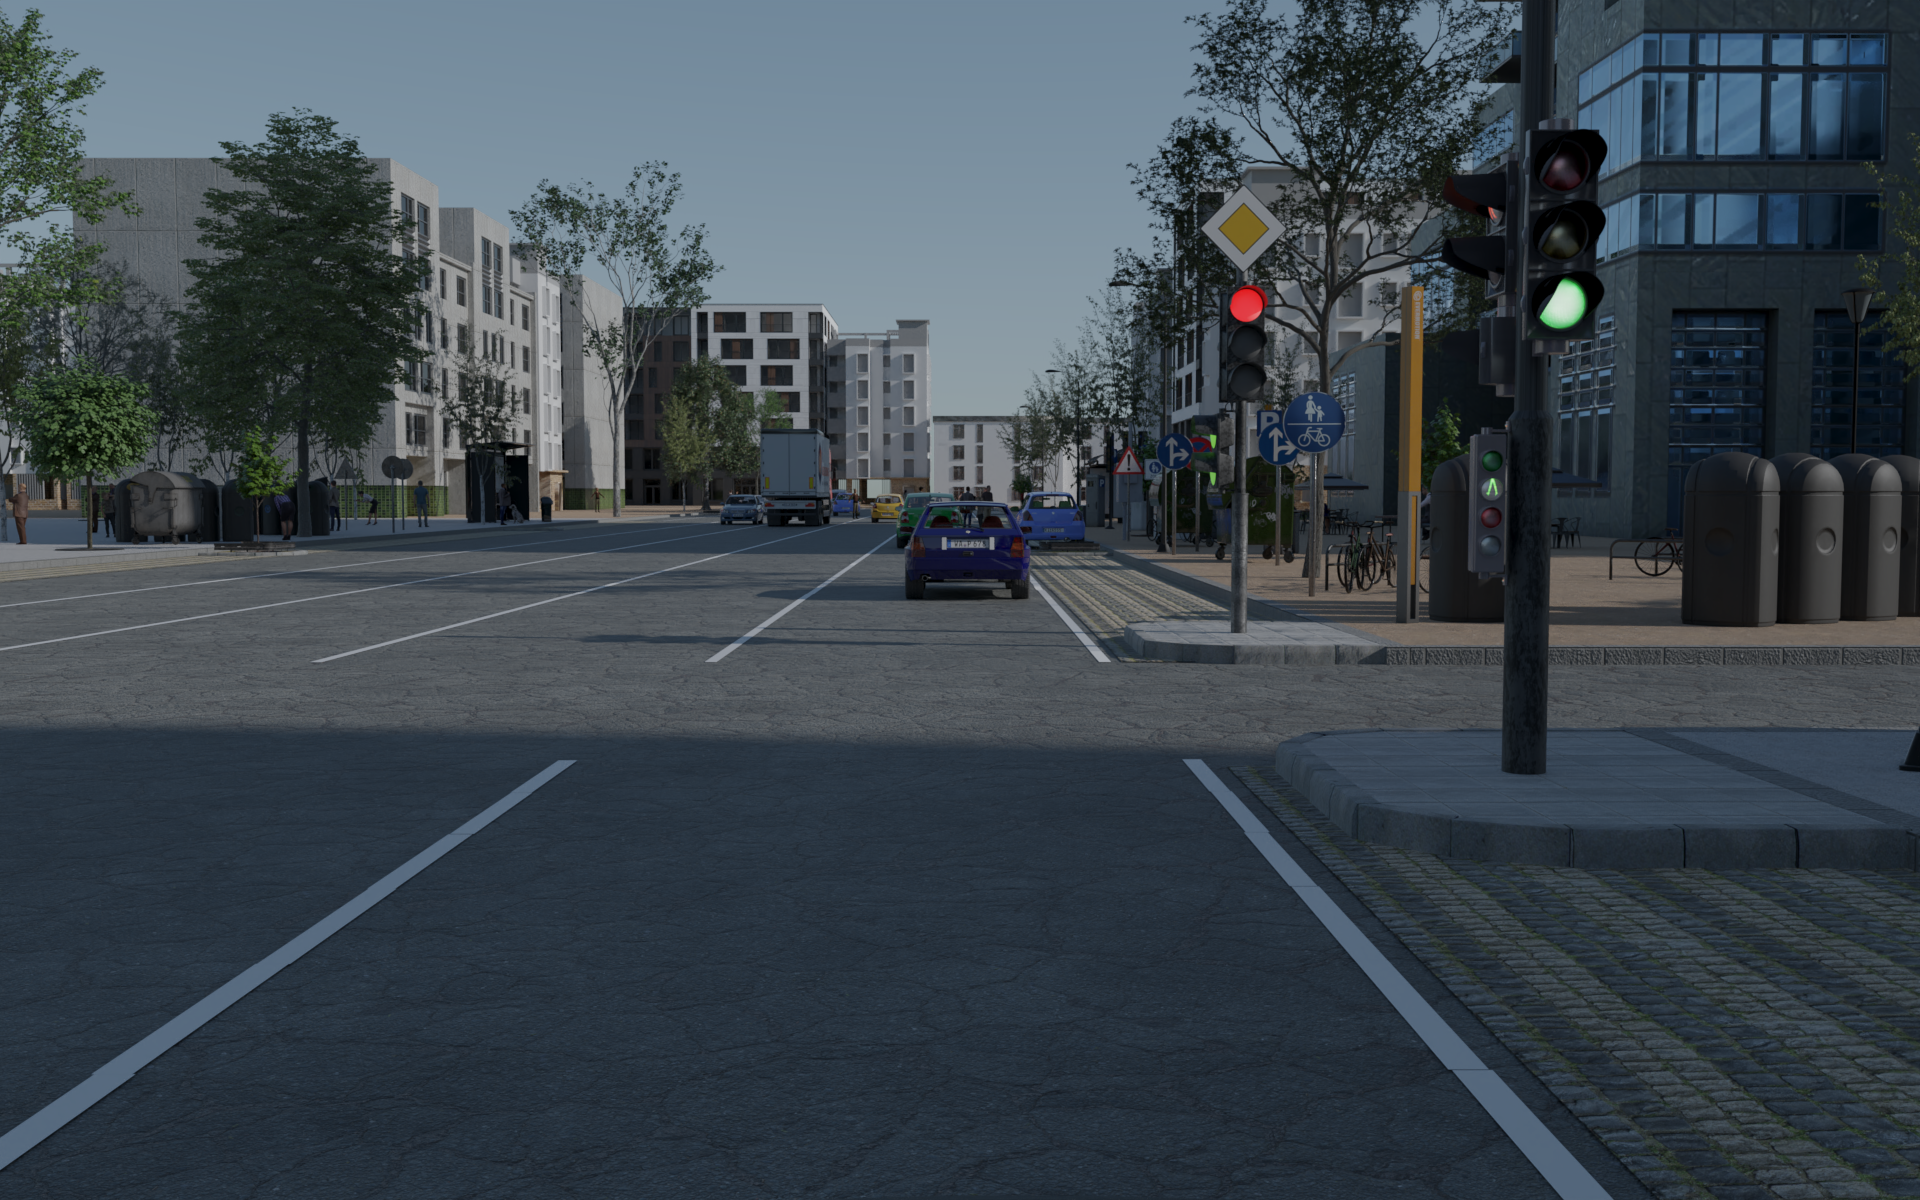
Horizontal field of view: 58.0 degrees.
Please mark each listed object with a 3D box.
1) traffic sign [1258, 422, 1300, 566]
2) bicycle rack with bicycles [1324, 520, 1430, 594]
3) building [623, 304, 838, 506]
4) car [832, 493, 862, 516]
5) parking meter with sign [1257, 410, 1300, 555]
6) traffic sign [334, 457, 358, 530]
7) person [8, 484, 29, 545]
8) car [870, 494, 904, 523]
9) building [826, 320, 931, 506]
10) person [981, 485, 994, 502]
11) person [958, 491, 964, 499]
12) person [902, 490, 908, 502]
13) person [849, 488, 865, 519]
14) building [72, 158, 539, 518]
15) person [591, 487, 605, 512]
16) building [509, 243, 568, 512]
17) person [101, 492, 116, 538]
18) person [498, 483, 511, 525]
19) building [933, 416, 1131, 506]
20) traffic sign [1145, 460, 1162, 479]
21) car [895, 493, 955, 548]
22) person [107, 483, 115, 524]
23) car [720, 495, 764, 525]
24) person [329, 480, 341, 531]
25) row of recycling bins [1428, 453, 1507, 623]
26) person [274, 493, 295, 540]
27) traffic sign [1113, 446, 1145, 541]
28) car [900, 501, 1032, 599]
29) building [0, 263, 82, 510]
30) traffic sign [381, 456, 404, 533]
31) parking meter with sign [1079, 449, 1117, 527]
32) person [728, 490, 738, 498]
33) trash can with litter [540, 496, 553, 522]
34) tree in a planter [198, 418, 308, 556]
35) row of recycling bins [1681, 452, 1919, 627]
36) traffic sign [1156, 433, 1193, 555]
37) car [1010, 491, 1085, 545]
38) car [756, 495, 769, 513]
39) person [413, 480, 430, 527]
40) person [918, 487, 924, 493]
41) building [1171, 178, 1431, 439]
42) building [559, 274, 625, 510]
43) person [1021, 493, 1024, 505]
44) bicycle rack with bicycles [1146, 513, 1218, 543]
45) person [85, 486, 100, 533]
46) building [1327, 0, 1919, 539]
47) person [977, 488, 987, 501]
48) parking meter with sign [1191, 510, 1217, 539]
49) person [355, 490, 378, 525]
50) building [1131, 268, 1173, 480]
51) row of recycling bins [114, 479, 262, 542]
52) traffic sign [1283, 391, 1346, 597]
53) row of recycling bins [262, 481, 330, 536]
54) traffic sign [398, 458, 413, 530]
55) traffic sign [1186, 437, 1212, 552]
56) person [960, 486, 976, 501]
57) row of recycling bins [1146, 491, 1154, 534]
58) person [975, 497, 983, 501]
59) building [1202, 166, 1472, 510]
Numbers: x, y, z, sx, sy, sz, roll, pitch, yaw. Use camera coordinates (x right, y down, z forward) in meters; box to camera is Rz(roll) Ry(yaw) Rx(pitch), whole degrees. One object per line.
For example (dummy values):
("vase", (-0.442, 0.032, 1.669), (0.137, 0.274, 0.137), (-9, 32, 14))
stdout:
("traffic sign", (5.687, -1.886, 30.936), (0.768, 2.556, 0.104), (0, 4, 1))
("bicycle rack with bicycles", (5.903, -0.589, 23.012), (2.852, 0.926, 2.925), (3, 5, 42))
("building", (-31.021, -21.764, 199.816), (32.646, 21.610, 27.936), (0, 4, 0))
("car", (-7.449, -6.376, 113.844), (1.945, 1.707, 3.694), (0, 4, -1))
("parking meter with sign", (6.806, -2.480, 36.811), (0.543, 3.016, 1.738), (2, 4, 26))
("traffic sign", (-21.734, -3.748, 61.291), (0.884, 2.594, 0.081), (0, 4, 7))
("person", (-23.861, -2.178, 43.928), (0.388, 1.546, 0.482), (0, 4, 3))
("car", (-3.530, -4.700, 87.062), (2.015, 1.641, 3.980), (0, 4, 1))
("building", (-8.992, -20.658, 194.172), (11.380, 20.091, 16.016), (0, 4, 0))
("person", (1.173, -3.982, 73.739), (0.598, 1.807, 0.434), (-1, 4, -17))
("person", (0.330, -9.693, 167.688), (1.217, 1.736, 0.721), (-2, 4, -30))
("person", (-3.868, -7.110, 125.528), (1.217, 1.735, 0.721), (3, 5, 39))
("person", (-5.937, -5.512, 99.134), (0.721, 1.766, 1.217), (3, 5, 44))
("building", (-38.305, -14.721, 107.139), (16.747, 18.905, 31.486), (0, 4, 0))
("person", (-25.358, -7.020, 121.342), (0.721, 1.766, 1.217), (3, 5, 41))
("building", (-38.160, -16.641, 128.495), (16.016, 20.091, 11.380), (0, 4, 0))
("person", (-25.095, -2.519, 51.130), (0.435, 1.345, 0.340), (-3, 5, -43))
("person", (-18.739, -3.939, 71.261), (0.431, 1.722, 0.655), (-2, 4, -28))
("building", (11.088, -15.172, 190.206), (28.070, 9.664, 9.099), (0, 4, 0))
("traffic sign", (5.723, -2.981, 50.864), (0.606, 2.300, 0.079), (0, 4, 3))
("car", (-0.807, -2.347, 47.162), (1.959, 1.807, 4.718), (0, 4, -1))
("person", (-36.081, -4.103, 73.817), (0.565, 1.739, 0.600), (0, 4, -2))
("car", (-10.352, -4.306, 82.412), (2.014, 1.417, 4.499), (0, 4, -1))
("person", (-21.832, -3.275, 60.128), (0.750, 1.759, 0.617), (3, 4, 36))
("row of recycling bins", (5.666, -0.717, 18.828), (1.069, 1.692, 3.534), (1, 4, 22))
("person", (-18.726, -2.367, 47.974), (0.697, 1.427, 0.421), (3, 4, 36))
("traffic sign", (4.568, -2.869, 46.904), (0.884, 2.594, 0.081), (0, 4, 4))
("car", (0.093, -0.759, 24.982), (1.945, 1.354, 3.894), (0, 4, 0))
("building", (-79.206, -17.880, 148.751), (11.380, 20.091, 16.016), (0, 4, 0))
("traffic sign", (-18.774, -3.500, 57.332), (0.768, 2.556, 0.104), (0, 4, 4))
("parking meter with sign", (5.268, -4.340, 67.224), (0.543, 3.016, 1.738), (-3, 5, -43))
("person", (-15.293, -6.546, 116.327), (0.445, 1.727, 0.742), (3, 5, 40))
("trash can with litter", (-18.991, -4.187, 79.852), (0.624, 1.170, 1.055), (-1, 4, -21))
("tree in a planter", (-16.524, -2.658, 40.676), (1.991, 3.239, 1.994), (0, 4, 0))
("row of recycling bins", (8.770, -0.645, 17.661), (3.534, 1.692, 1.069), (-2, 4, -30))
("traffic sign", (4.490, -2.212, 36.268), (0.768, 2.556, 0.104), (0, 4, 8))
("car", (2.320, -2.213, 45.768), (1.945, 1.707, 3.694), (0, 4, -2))
("car", (-14.619, -6.789, 123.362), (2.083, 1.381, 4.827), (0, 4, -1))
("person", (-20.877, -3.733, 67.201), (0.598, 1.807, 0.434), (0, 4, -8))
("person", (-2.221, -5.613, 99.906), (0.705, 1.869, 1.348), (-3, 4, -38))
("building", (29.386, -17.413, 128.669), (27.936, 21.610, 32.646), (0, 4, 0))
("building", (-46.070, -17.214, 147.910), (31.486, 18.905, 16.747), (0, 4, 0))
("person", (4.619, -7.538, 129.229), (0.705, 1.831, 1.348), (0, 4, 5))
("bicycle rack with bicycles", (6.551, -2.011, 46.261), (2.852, 0.926, 2.925), (-1, 4, -16))
("person", (-28.639, -2.991, 57.211), (0.482, 1.546, 0.388), (2, 4, 27))
("building", (28.149, -45.827, 61.944), (22.319, 86.520, 31.000), (0, 4, 0))
("person", (1.217, -4.880, 88.825), (0.750, 1.759, 0.617), (-2, 4, -25))
("parking meter with sign", (7.101, -3.233, 49.122), (1.738, 3.016, 0.543), (1, 4, 16))
("person", (-24.466, -3.811, 71.548), (0.628, 1.438, 0.799), (3, 4, 36))
("building", (23.076, -17.997, 150.670), (16.016, 20.091, 11.380), (0, 4, 0))
("row of recycling bins", (-20.844, -2.412, 46.550), (3.534, 1.692, 1.069), (-1, 4, -8))
("traffic sign", (4.404, -1.314, 21.595), (0.768, 2.556, 0.104), (1, 4, 8))
("row of recycling bins", (-21.082, -2.875, 54.114), (3.534, 1.692, 1.069), (2, 4, 28))
("traffic sign", (-19.875, -3.772, 61.776), (0.768, 2.556, 0.104), (0, 4, 5))
("traffic sign", (5.291, -2.351, 38.542), (0.768, 2.556, 0.104), (0, 4, 4))
("person", (0.329, -3.413, 65.127), (0.655, 1.722, 0.431), (2, 4, 34))
("row of recycling bins", (6.864, -2.961, 55.533), (1.069, 1.692, 3.534), (2, 4, 25))
("person", (0.694, -2.905, 59.903), (0.435, 1.345, 0.340), (3, 5, 45))
("building", (23.130, -15.259, 105.907), (16.016, 20.091, 11.380), (0, 4, 0))
